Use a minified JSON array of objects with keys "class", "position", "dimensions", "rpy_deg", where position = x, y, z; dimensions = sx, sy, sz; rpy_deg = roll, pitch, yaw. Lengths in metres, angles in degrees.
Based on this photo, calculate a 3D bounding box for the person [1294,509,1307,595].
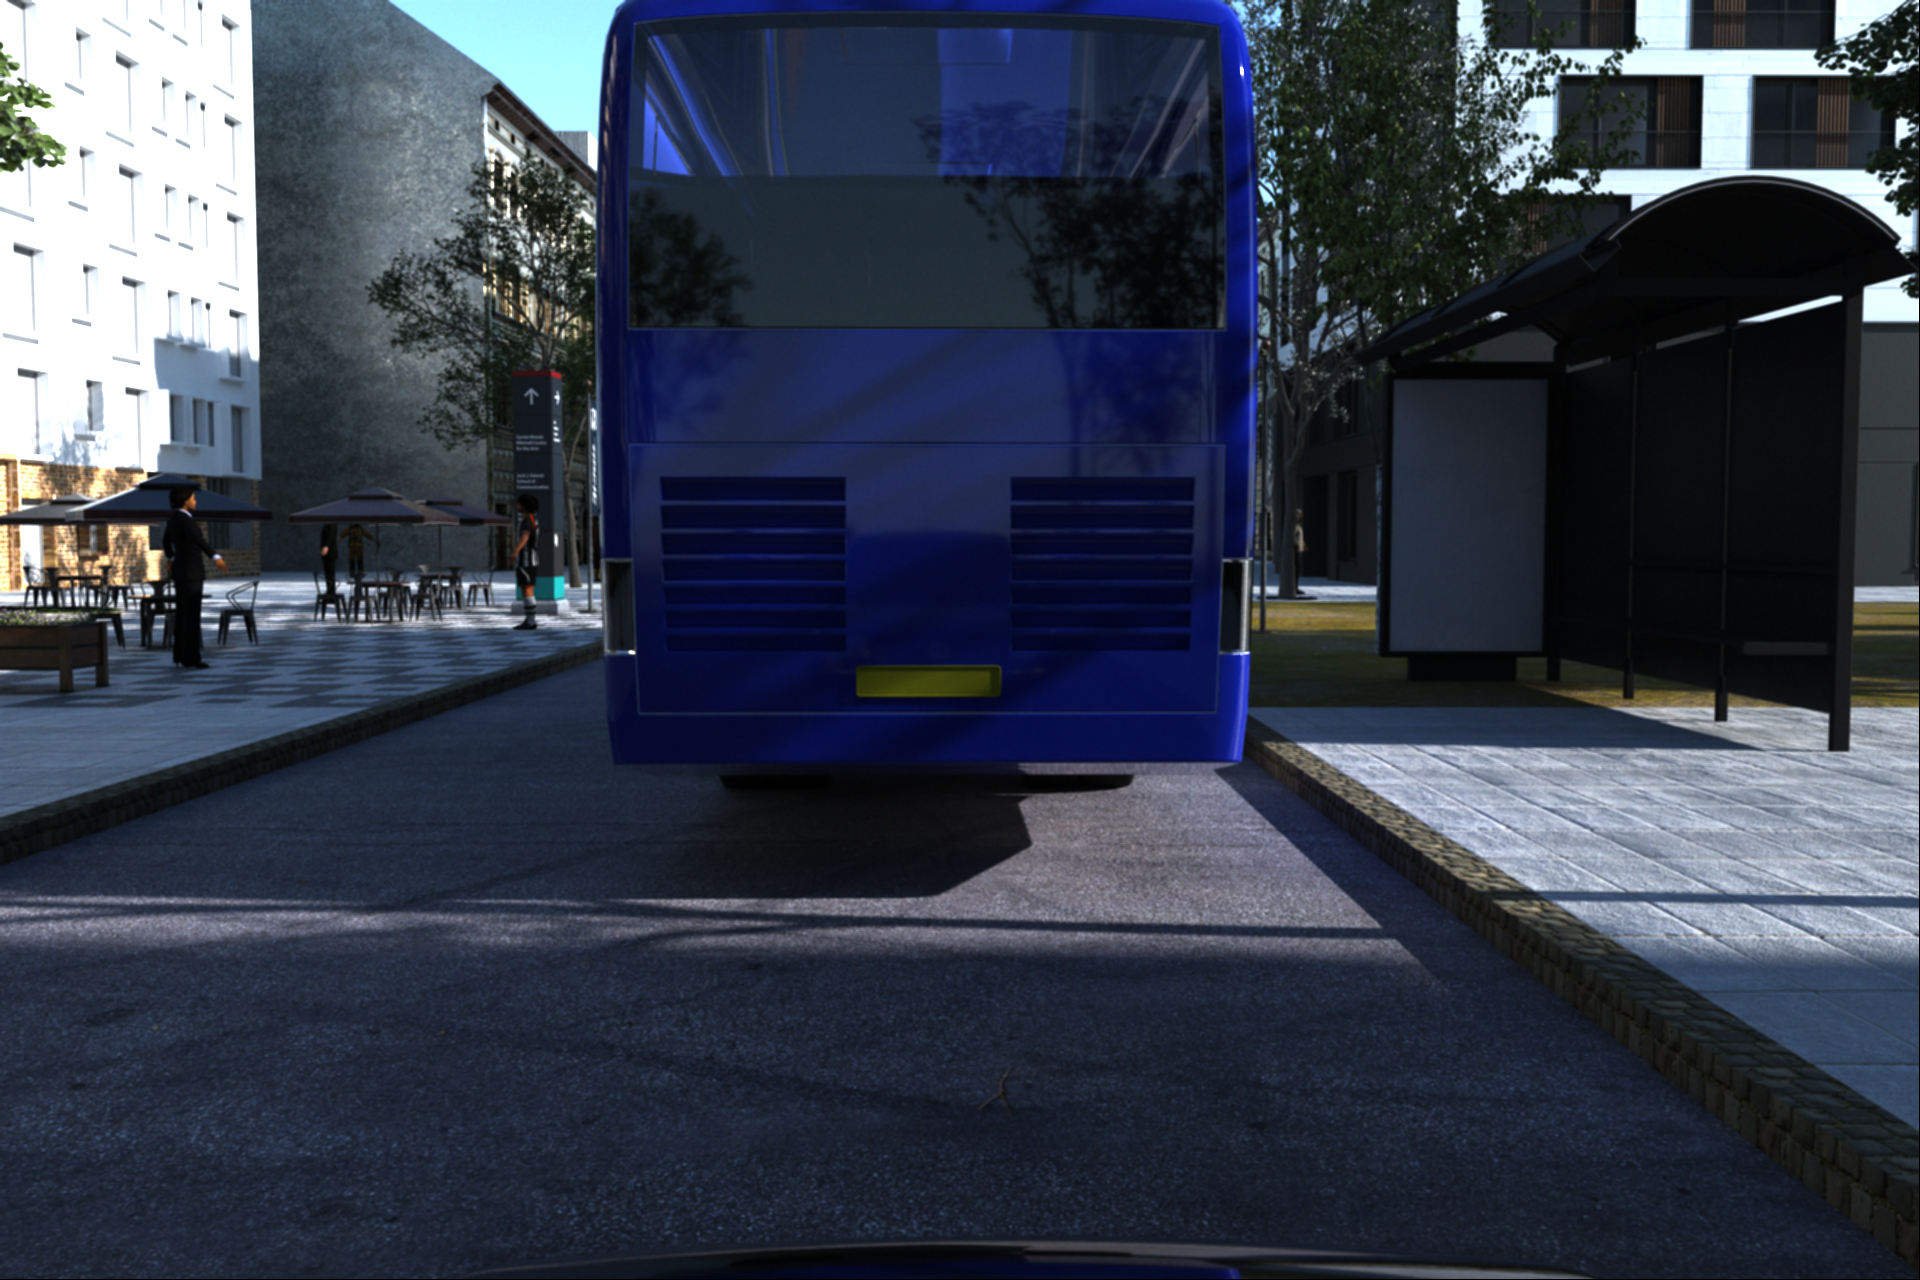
[{"class":"person","position":[7.187,-1.880,36.863],"dimensions":[0.705,1.813,1.348],"rpy_deg":[1,4,19]}]

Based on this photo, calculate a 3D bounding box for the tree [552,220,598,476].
[{"class":"tree","position":[-8.945,-8.271,53.365],"dimensions":[7.486,12.596,7.792],"rpy_deg":[0,3,0]}]

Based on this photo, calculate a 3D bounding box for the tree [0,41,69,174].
[{"class":"tree","position":[-8.759,-5.539,8.684],"dimensions":[7.486,12.596,7.792],"rpy_deg":[0,3,0]}]

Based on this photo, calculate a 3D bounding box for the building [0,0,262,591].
[{"class":"building","position":[-26.319,-11.203,39.594],"dimensions":[16.016,20.090,11.380],"rpy_deg":[0,4,0]}]

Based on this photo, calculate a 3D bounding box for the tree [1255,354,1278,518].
[{"class":"tree","position":[6.837,-6.027,48.902],"dimensions":[4.737,8.622,4.395],"rpy_deg":[0,3,0]}]

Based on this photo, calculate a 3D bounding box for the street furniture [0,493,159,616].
[{"class":"street furniture","position":[-26.605,-1.092,22.883],"dimensions":[27.439,1.986,14.083],"rpy_deg":[0,4,-7]}]

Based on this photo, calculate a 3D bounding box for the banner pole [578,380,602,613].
[{"class":"banner pole","position":[-6.039,-2.351,28.458],"dimensions":[0.401,3.779,0.863],"rpy_deg":[0,4,1]}]

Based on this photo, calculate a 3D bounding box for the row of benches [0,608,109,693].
[{"class":"row of benches","position":[-9.246,0.068,14.350],"dimensions":[4.104,0.672,1.422],"rpy_deg":[0,4,2]}]

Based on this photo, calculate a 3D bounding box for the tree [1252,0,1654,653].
[{"class":"tree","position":[4.667,-4.152,18.248],"dimensions":[4.737,8.622,4.395],"rpy_deg":[0,3,0]}]

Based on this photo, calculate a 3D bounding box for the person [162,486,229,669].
[{"class":"person","position":[-7.355,-0.607,16.648],"dimensions":[1.216,1.740,0.721],"rpy_deg":[3,5,44]}]

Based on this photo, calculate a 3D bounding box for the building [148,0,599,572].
[{"class":"building","position":[-24.959,-14.431,66.871],"dimensions":[19.493,23.208,18.063],"rpy_deg":[0,4,1]}]

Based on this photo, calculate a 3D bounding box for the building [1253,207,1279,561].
[{"class":"building","position":[24.210,-15.665,87.054],"dimensions":[19.493,23.208,18.063],"rpy_deg":[0,4,0]}]

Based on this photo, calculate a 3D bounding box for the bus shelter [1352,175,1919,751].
[{"class":"bus shelter","position":[4.474,-1.141,12.576],"dimensions":[2.014,3.302,5.546],"rpy_deg":[0,4,0]}]

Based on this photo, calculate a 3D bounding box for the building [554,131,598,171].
[{"class":"building","position":[-24.803,-13.793,91.977],"dimensions":[16.747,18.905,31.486],"rpy_deg":[0,4,-1]}]

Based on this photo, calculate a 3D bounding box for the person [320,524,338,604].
[{"class":"person","position":[-11.578,-1.560,31.695],"dimensions":[0.705,1.806,1.347],"rpy_deg":[-1,4,-21]}]

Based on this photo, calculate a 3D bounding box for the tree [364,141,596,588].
[{"class":"tree","position":[-9.390,-6.531,41.192],"dimensions":[7.601,10.594,8.767],"rpy_deg":[3,5,43]}]

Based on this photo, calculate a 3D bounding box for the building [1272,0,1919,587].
[{"class":"building","position":[24.113,-13.083,57.888],"dimensions":[27.936,21.610,32.646],"rpy_deg":[0,4,0]}]

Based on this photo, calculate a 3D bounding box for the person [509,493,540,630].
[{"class":"person","position":[-5.843,-1.047,23.257],"dimensions":[0.704,1.843,1.345],"rpy_deg":[0,4,-6]}]

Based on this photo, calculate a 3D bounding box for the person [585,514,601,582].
[{"class":"person","position":[-9.673,-2.475,46.600],"dimensions":[1.346,1.812,0.704],"rpy_deg":[3,4,38]}]

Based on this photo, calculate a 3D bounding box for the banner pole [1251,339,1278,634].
[{"class":"banner pole","position":[3.930,-1.965,22.150],"dimensions":[0.401,3.779,0.863],"rpy_deg":[0,4,0]}]

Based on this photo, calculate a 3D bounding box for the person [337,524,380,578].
[{"class":"person","position":[-17.743,-2.759,50.874],"dimensions":[1.354,1.858,0.705],"rpy_deg":[-2,4,-29]}]

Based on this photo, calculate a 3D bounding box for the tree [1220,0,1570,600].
[{"class":"tree","position":[6.521,-7.533,33.542],"dimensions":[12.009,13.543,11.850],"rpy_deg":[0,3,0]}]

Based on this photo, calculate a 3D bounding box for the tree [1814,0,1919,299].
[{"class":"tree","position":[13.199,-6.712,16.396],"dimensions":[9.857,13.997,8.962],"rpy_deg":[0,3,0]}]

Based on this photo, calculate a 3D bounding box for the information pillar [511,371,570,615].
[{"class":"information pillar","position":[-6.754,-2.349,27.786],"dimensions":[0.750,3.857,0.750],"rpy_deg":[0,4,2]}]

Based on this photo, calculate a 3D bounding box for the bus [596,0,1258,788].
[{"class":"bus","position":[-0.245,-1.288,12.610],"dimensions":[2.896,3.916,12.251],"rpy_deg":[0,4,-1]}]
